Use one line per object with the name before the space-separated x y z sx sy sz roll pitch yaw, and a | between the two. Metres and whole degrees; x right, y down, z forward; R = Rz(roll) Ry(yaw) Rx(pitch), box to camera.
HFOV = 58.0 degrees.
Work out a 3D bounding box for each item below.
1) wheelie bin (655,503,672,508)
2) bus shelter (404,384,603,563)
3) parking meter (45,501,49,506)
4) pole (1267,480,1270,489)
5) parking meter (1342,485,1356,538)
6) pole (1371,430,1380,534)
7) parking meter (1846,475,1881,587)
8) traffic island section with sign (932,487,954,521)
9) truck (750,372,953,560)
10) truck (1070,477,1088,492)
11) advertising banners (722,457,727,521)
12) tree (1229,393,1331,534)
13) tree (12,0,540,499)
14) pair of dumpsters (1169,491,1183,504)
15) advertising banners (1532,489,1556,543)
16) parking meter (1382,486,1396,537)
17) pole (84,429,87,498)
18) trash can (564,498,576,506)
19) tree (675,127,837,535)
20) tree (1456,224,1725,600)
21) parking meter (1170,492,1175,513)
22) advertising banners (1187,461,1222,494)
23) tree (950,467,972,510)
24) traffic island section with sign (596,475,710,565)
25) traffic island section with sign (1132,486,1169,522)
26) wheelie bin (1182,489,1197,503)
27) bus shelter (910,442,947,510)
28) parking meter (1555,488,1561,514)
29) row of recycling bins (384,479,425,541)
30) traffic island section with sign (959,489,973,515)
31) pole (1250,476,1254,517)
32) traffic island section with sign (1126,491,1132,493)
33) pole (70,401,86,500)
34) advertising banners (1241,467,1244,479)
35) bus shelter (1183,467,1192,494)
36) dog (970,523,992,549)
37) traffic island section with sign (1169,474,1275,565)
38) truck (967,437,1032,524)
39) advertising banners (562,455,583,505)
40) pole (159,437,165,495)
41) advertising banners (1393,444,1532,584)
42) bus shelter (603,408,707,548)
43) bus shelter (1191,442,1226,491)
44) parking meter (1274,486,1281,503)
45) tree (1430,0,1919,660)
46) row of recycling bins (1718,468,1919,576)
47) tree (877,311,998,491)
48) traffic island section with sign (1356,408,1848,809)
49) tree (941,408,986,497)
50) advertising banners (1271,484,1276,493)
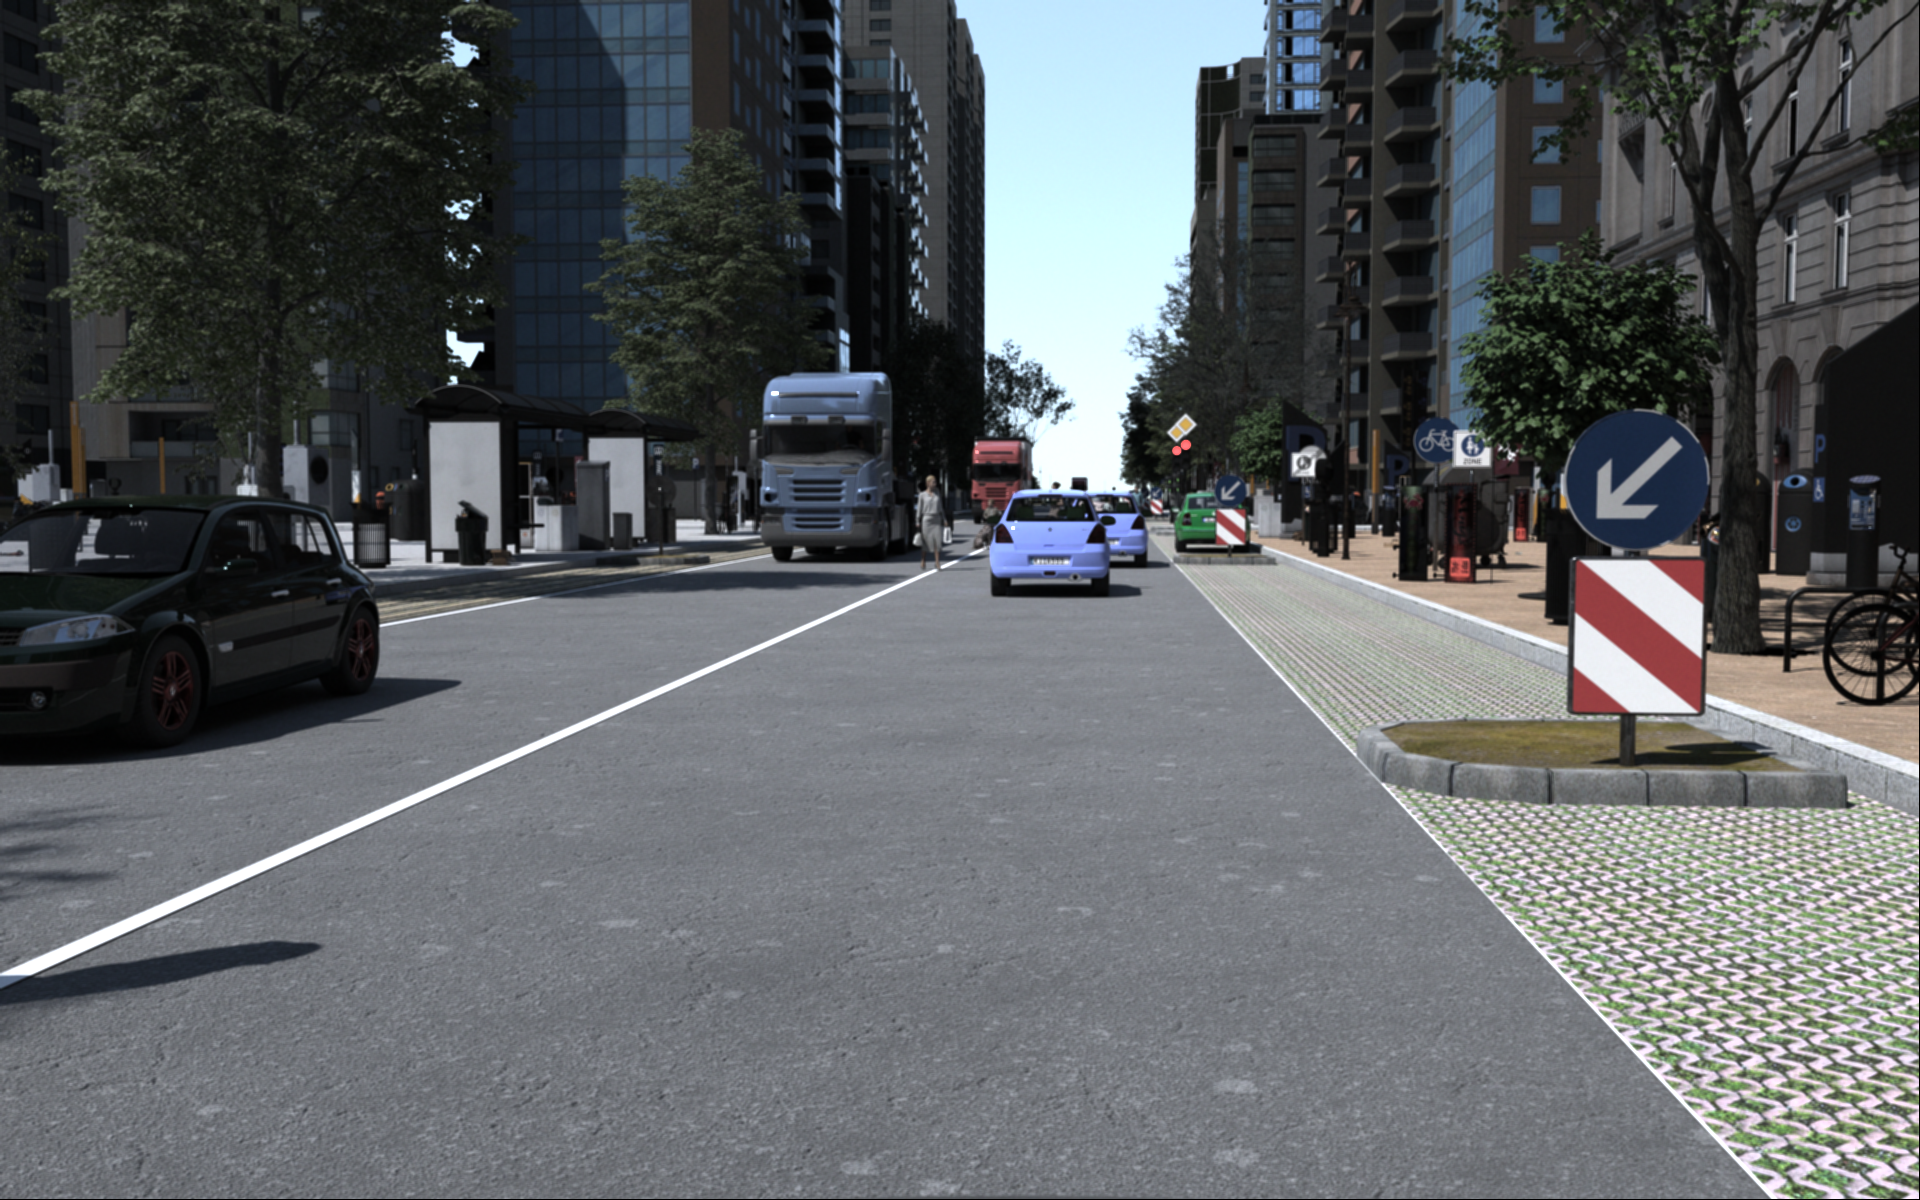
wheelie bin | -14.022 -4.518 81.777 0.980 1.594 0.693 1 4 17
bus shelter | -8.998 -2.489 34.614 2.014 3.302 5.546 0 4 5
parking meter | -42.478 -4.589 80.749 0.399 1.863 0.255 3 4 36
pole | 21.432 -7.743 120.441 0.158 3.312 0.155 0 3 0
parking meter | 11.290 -2.560 50.261 0.372 1.533 0.369 0 3 0
pole | 13.198 -3.740 54.987 0.158 3.312 0.155 0 3 0
parking meter | 11.790 -0.868 22.606 0.372 1.533 0.369 0 3 0
traffic island section with sign | -1.353 -5.103 92.054 1.989 1.847 2.006 0 4 5
truck | -2.202 -3.332 44.230 2.967 4.110 18.799 0 4 5
truck | 20.247 -18.621 293.370 2.839 4.237 11.283 0 4 6
advertising banners | -10.954 -5.175 80.801 0.090 3.025 2.074 0 4 -2
tree | 10.416 -4.441 56.325 4.285 4.588 4.351 0 3 0
tree | -9.548 -6.499 24.387 7.486 12.596 7.792 0 3 0
pair of dumpsters | 17.870 -8.486 141.234 1.574 2.255 4.437 0 4 5
advertising banners | 15.042 -3.064 46.279 0.090 3.025 2.074 -2 4 -32
parking meter | 12.934 -2.680 52.228 0.372 1.533 0.369 0 3 0
pole | -27.303 -3.673 53.903 0.158 3.312 0.155 0 3 0
trash can | -15.566 -3.546 69.629 0.748 1.137 0.748 0 3 0
tree | -7.704 -8.292 53.697 7.486 12.596 7.792 0 3 0
tree | 7.592 -2.289 21.135 4.285 4.588 4.351 0 3 0
parking meter | 14.625 -6.777 119.222 0.372 1.533 0.369 0 3 0
advertising banners | 13.043 -5.893 92.535 2.074 3.025 0.090 -1 4 -19
tree | 0.278 -9.569 140.174 4.285 4.588 4.351 0 3 0
traffic island section with sign | -6.215 -1.643 35.496 1.989 1.847 2.006 0 4 5
traffic island section with sign | 10.085 -4.982 90.088 1.989 1.847 2.006 0 4 5
wheelie bin | 18.069 -7.949 137.879 0.693 1.594 0.980 -2 4 -28
bus shelter | -2.135 -8.827 121.952 2.179 5.291 8.768 0 4 5
parking meter | 24.444 -3.800 70.535 0.372 1.533 0.369 0 3 0
row of recycling bins | -15.503 -2.546 48.735 1.069 1.692 3.534 -2 4 -25
traffic island section with sign | 0.956 -6.747 118.948 1.989 1.847 2.006 0 4 5
pole | 16.456 -6.341 97.514 0.158 3.312 0.155 0 3 0
traffic island section with sign | 12.472 -6.687 117.952 1.989 1.847 2.006 0 4 5
pole | -19.521 -2.717 38.268 0.158 3.312 0.155 0 3 0
advertising banners | 17.929 -7.042 111.321 0.090 3.025 2.074 2 4 28
bus shelter | 16.351 -8.000 122.082 1.731 3.624 6.357 0 4 5
dog | 0.506 -1.730 45.128 0.800 0.831 0.513 1 4 19
traffic island section with sign | 5.414 -1.656 35.707 1.989 1.847 2.006 0 4 5
truck | 2.133 -5.982 86.724 2.839 4.237 11.283 0 4 5
advertising banners | -17.970 -5.061 78.935 2.074 3.025 0.090 2 4 27
pole | -28.742 -4.195 62.438 0.158 3.312 0.155 0 3 0
advertising banners | 7.181 -1.755 24.878 2.074 3.025 0.090 3 5 44
bus shelter | -8.003 -3.043 43.685 2.014 3.302 5.546 0 4 5
bus shelter | 16.232 -8.357 114.268 2.179 5.291 8.768 0 4 5
parking meter | 9.749 -2.713 52.763 0.372 1.533 0.369 0 3 0
tree | 6.135 -5.382 13.746 9.928 11.665 9.643 0 3 0
row of recycling bins | 13.552 -1.216 26.993 1.069 1.692 3.534 -3 4 -38
tree | -2.139 -11.734 108.860 9.611 12.733 9.660 0 3 0
traffic island section with sign | 3.108 -0.014 8.851 1.989 1.847 2.006 0 4 5
tree | -0.157 -10.970 129.720 4.737 8.622 4.395 0 3 0
advertising banners | 17.007 -6.066 95.371 0.090 3.025 2.074 3 5 43
